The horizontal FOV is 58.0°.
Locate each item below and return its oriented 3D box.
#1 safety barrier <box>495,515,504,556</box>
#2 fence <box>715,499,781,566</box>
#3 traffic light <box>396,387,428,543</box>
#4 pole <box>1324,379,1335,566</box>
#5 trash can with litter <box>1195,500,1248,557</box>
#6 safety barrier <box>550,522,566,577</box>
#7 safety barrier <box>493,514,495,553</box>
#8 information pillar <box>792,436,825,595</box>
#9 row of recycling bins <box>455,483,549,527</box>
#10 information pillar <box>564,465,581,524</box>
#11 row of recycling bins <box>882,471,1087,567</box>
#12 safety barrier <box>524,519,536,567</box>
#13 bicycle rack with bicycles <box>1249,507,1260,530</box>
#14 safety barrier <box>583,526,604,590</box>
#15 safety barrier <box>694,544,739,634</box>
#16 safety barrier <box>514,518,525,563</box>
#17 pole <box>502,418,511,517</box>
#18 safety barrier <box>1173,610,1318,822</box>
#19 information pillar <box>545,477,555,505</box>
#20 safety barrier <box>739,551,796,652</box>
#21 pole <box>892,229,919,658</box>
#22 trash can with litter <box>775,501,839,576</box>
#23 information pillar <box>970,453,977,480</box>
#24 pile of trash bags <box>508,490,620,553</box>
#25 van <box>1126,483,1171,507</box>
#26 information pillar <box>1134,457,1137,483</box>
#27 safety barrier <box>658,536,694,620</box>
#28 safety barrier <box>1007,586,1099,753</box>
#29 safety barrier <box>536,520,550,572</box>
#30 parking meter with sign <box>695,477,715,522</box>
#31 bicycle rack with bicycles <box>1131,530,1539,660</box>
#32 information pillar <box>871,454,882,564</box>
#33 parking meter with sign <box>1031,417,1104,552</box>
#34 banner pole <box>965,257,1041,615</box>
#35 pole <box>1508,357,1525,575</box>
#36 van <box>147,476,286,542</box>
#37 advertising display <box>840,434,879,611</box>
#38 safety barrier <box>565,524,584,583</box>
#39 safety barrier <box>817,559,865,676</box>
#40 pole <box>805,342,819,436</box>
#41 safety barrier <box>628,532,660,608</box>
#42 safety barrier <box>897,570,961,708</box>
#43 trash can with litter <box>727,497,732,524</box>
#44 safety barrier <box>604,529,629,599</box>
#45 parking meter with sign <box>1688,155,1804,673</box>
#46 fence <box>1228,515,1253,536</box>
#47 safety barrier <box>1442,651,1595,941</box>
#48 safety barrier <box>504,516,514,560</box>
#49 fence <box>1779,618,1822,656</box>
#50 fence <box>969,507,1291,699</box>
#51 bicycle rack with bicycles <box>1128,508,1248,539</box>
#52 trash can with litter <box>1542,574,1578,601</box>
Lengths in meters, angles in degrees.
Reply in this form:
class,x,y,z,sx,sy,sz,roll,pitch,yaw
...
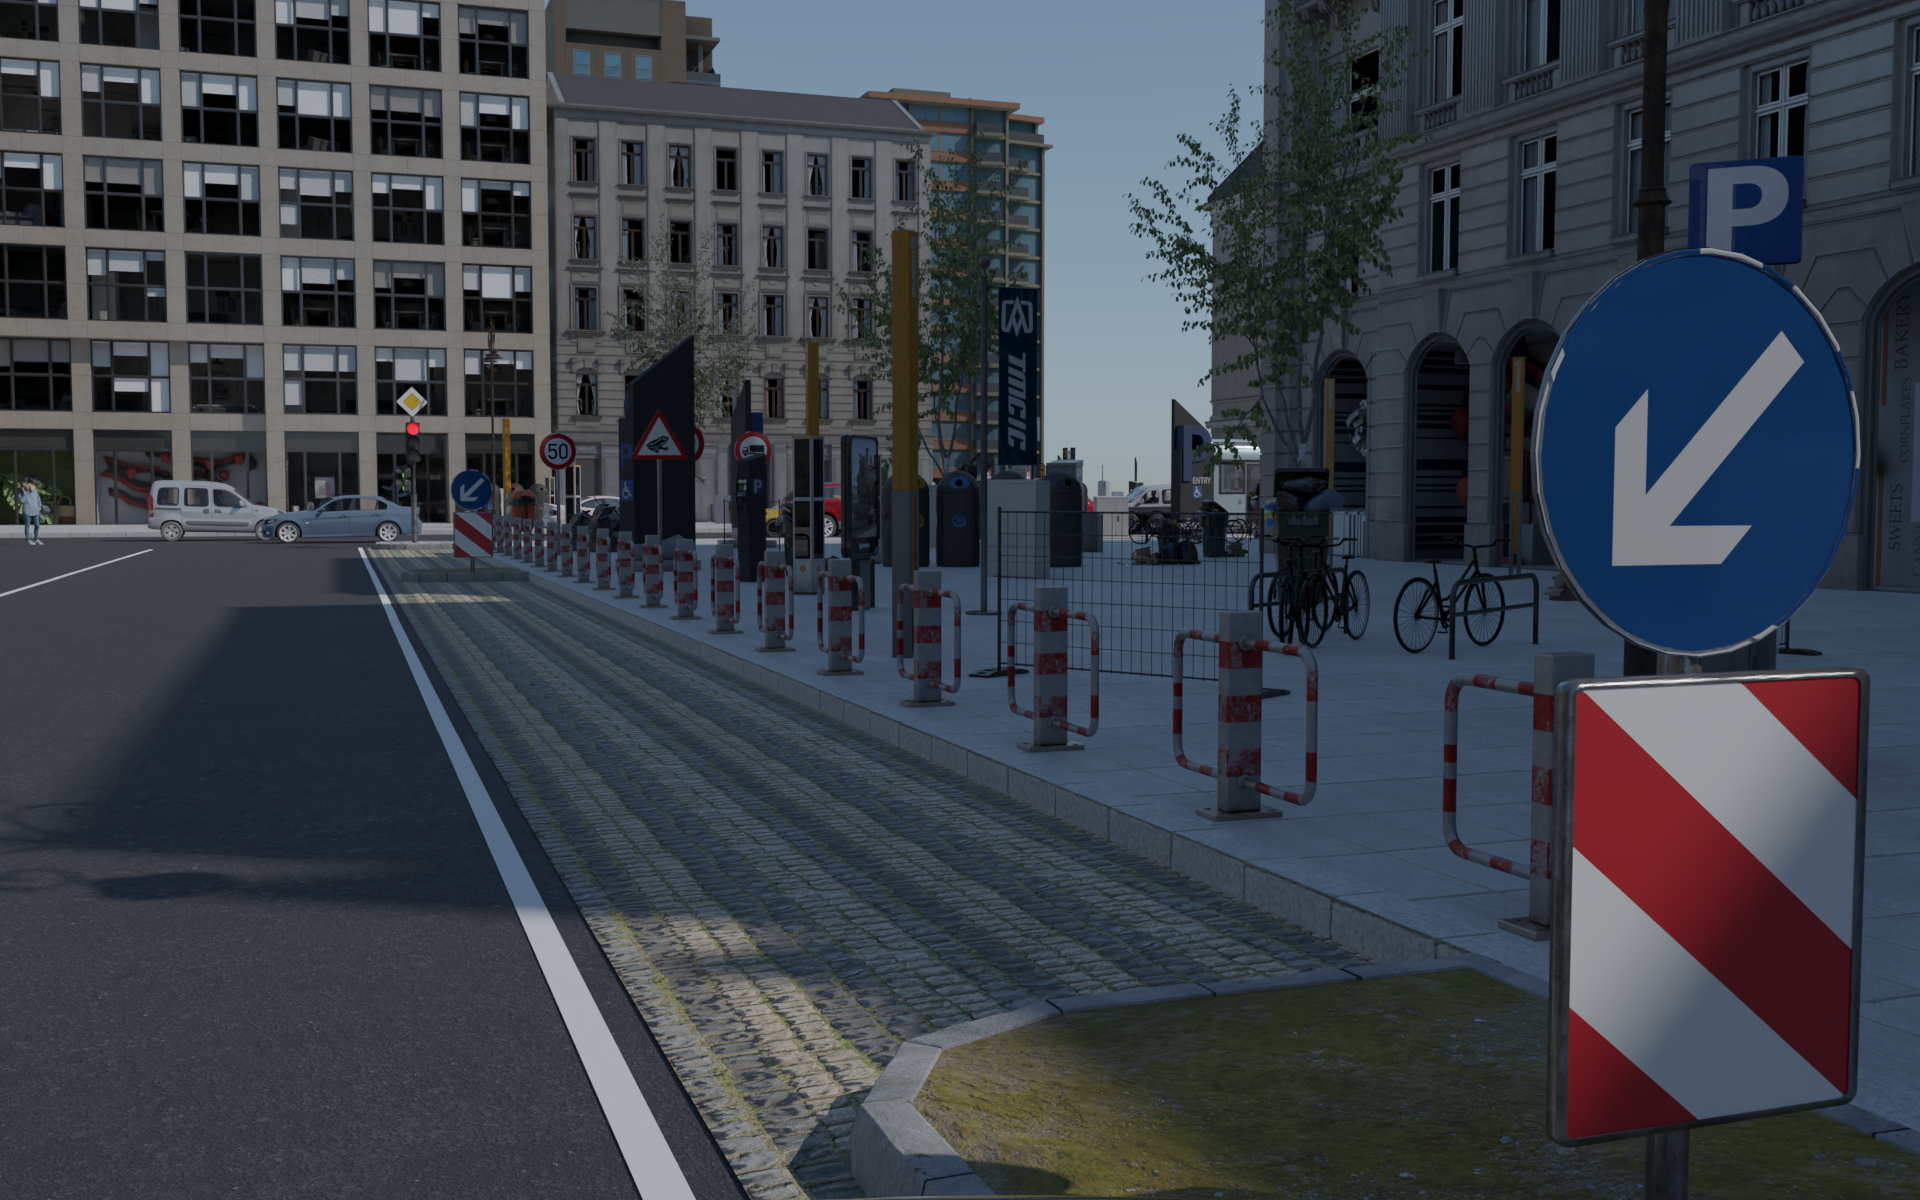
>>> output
class,x,y,z,sx,sy,sz,roll,pitch,yaw
safety barrier,-9.349,-1.318,35.828,0.300,0.817,1.120,-1,4,-20
fence,-3.652,-1.168,30.292,0.480,1.192,2.264,-2,4,-34
traffic light,-14.365,-3.457,45.443,0.839,4.253,0.868,-1,4,-20
pole,6.532,-2.254,30.689,0.158,3.312,0.155,0,3,0
trash can with litter,5.333,-1.462,35.295,1.055,1.170,0.624,-2,4,-31
safety barrier,-6.080,-0.765,26.786,0.300,0.817,1.120,-1,4,-20
safety barrier,-9.997,-1.429,37.633,0.300,0.817,1.120,-1,4,-20
information pillar,-1.929,-1.076,22.085,0.304,2.012,0.304,2,4,28
row of recycling bins,-17.823,-3.687,67.394,3.534,1.692,1.069,-1,4,-15
information pillar,-9.904,-2.435,44.311,0.304,2.012,0.304,1,4,18
row of recycling bins,0.381,-1.439,30.644,3.534,1.692,1.069,0,4,-2
safety barrier,-7.386,-0.986,30.397,0.300,0.817,1.120,-1,4,-20
bicycle rack with bicycles,9.131,-2.042,46.774,2.852,0.926,2.925,-2,4,-35
safety barrier,-4.772,-0.544,23.168,0.300,0.817,1.120,-1,4,-20
safety barrier,-2.162,-0.101,15.930,0.300,0.817,1.120,-1,4,-20
safety barrier,-8.041,-1.097,32.217,0.300,0.817,1.120,-1,4,-20
pole,-12.246,-3.239,46.806,0.158,3.312,0.155,0,3,0
safety barrier,1.112,0.452,6.878,0.300,0.817,1.120,-1,4,-20
information pillar,-17.809,-4.327,75.230,0.304,2.012,0.304,2,4,33
safety barrier,-1.510,0.009,14.127,0.300,0.817,1.120,-1,4,-20
pole,-0.427,-1.203,13.518,0.158,3.312,0.155,0,3,0
trash can with litter,-2.321,-0.964,27.150,1.055,1.170,0.624,-2,4,-32
information pillar,0.771,-6.627,99.702,0.504,3.616,0.183,-3,4,-38
pile of trash bags,-8.346,-1.770,38.693,3.447,1.369,1.912,-2,4,-30
van,7.298,-3.706,67.604,4.112,2.044,2.013,-1,4,-18
information pillar,11.089,-7.214,109.309,0.183,3.616,0.504,0,4,-5
safety barrier,-2.814,-0.212,17.740,0.300,0.817,1.120,-1,4,-20
safety barrier,0.455,0.341,8.695,0.300,0.817,1.120,-1,4,-20
safety barrier,-6.737,-0.876,28.593,0.300,0.817,1.120,-1,4,-20
parking meter with sign,-11.773,-5.024,78.402,1.738,3.016,0.543,-1,4,-22
bicycle rack with bicycles,3.479,-0.075,14.610,2.852,0.926,2.925,3,5,40
information pillar,-1.592,-1.674,31.855,0.304,2.012,0.304,0,4,-5
parking meter with sign,2.351,-2.586,38.549,1.738,3.016,0.543,2,4,30
banner pole,0.468,-1.740,18.468,0.863,3.779,0.401,-2,4,-23
pole,8.360,-1.967,26.003,0.158,3.312,0.155,0,3,0
van,-22.846,-2.843,53.487,4.112,2.044,2.013,-1,4,-21
advertising display,-1.102,-0.850,19.116,0.123,1.923,0.974,1,4,15
safety barrier,-5.432,-0.655,24.982,0.300,0.817,1.120,-1,4,-20
safety barrier,-0.853,0.120,12.311,0.300,0.817,1.120,-1,4,-20
pole,-1.991,-1.807,23.396,0.158,3.312,0.155,0,3,0
safety barrier,-3.468,-0.323,19.549,0.300,0.817,1.120,-1,4,-20
safety barrier,-0.197,0.231,10.500,0.300,0.817,1.120,-1,4,-20
trash can with litter,-9.471,-3.865,74.584,1.055,1.170,0.624,-1,4,-17
safety barrier,-4.120,-0.433,21.351,0.300,0.817,1.120,-1,4,-20
parking meter with sign,3.736,-0.742,8.393,0.543,3.016,1.738,2,4,26
fence,8.385,-2.289,52.806,0.278,0.683,2.069,3,5,40
safety barrier,1.761,0.563,5.069,0.300,0.817,1.120,-1,4,-20
safety barrier,-8.695,-1.208,34.026,0.300,0.817,1.120,-1,4,-20
fence,5.941,-0.118,13.125,0.480,1.192,2.264,3,5,43
fence,1.089,-0.024,11.589,2.264,1.192,0.480,3,5,39
bicycle rack with bicycles,5.890,-1.929,44.922,2.925,0.926,2.852,1,4,9
trash can with litter,7.627,-0.583,20.914,1.055,1.170,0.624,-1,4,-20
